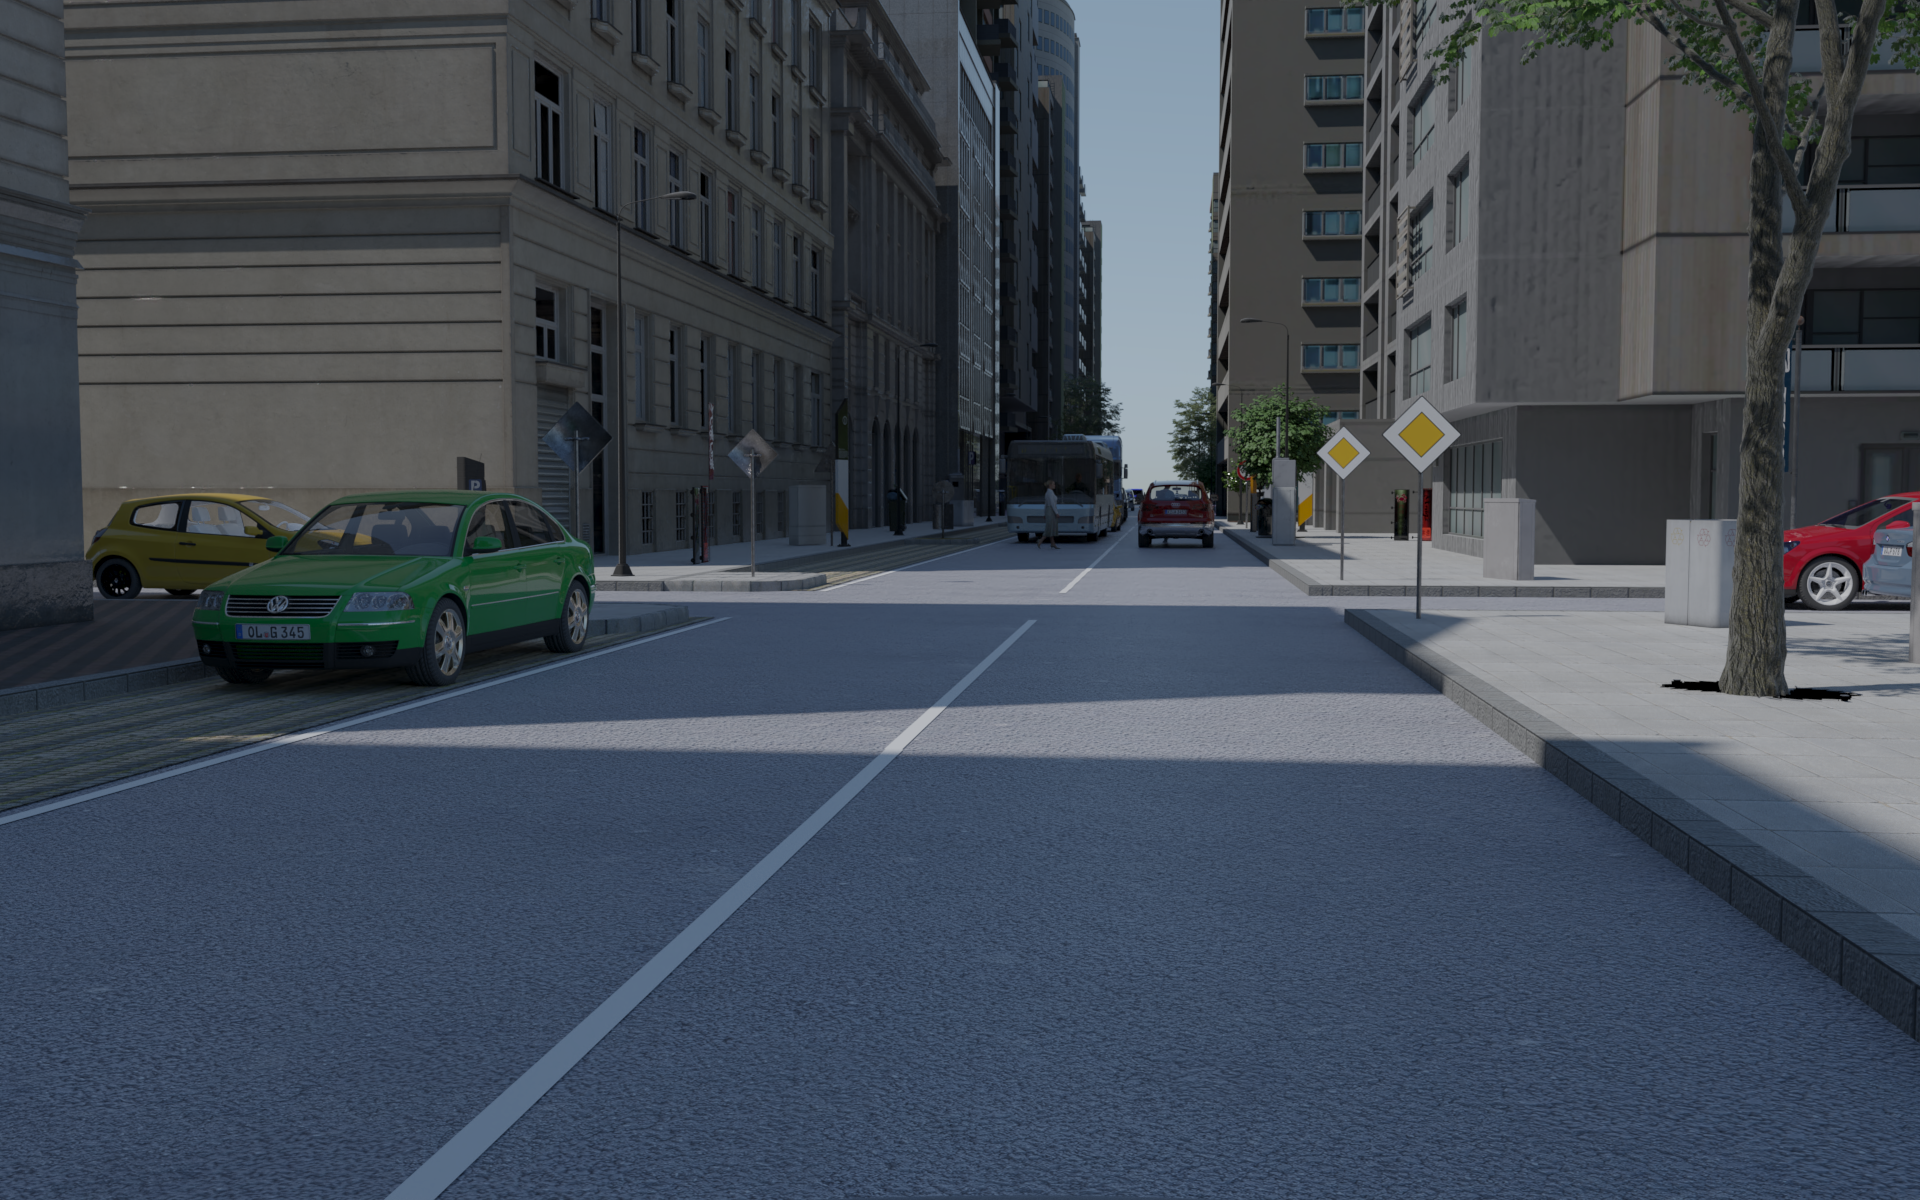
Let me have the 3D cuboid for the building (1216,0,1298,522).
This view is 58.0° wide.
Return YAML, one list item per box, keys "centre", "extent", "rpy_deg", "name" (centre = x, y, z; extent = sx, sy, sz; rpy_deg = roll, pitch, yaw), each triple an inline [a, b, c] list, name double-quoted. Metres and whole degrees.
- centre: [24.187, -28.373, 87.601]
  extent: [21.300, 48.544, 21.600]
  rpy_deg: [0, 4, 7]
  name: "building"

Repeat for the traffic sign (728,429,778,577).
- centre: [-3.203, -1.415, 26.779]
  extent: [0.795, 2.450, 0.064]
  rpy_deg: [0, 4, 7]
  name: "traffic sign"

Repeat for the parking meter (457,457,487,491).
- centre: [-7.680, -1.318, 27.268]
  extent: [0.255, 1.863, 0.399]
  rpy_deg: [3, 5, 43]
  name: "parking meter"

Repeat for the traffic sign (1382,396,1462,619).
- centre: [4.715, -0.863, 17.760]
  extent: [0.795, 2.450, 0.064]
  rpy_deg: [0, 4, 7]
  name: "traffic sign"

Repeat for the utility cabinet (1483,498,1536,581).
- centre: [8.286, -0.916, 26.132]
  extent: [0.306, 1.237, 1.020]
  rpy_deg: [-1, 4, -12]
  name: "utility cabinet"

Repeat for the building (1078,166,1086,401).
- centre: [5.261, -37.379, 230.748]
  extent: [23.786, 49.044, 30.456]
  rpy_deg: [0, 4, 7]
  name: "building"

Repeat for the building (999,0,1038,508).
- centre: [-7.659, -33.992, 145.015]
  extent: [28.713, 52.752, 27.495]
  rpy_deg: [0, 4, 7]
  name: "building"

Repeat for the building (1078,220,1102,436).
- centre: [13.354, -34.789, 252.402]
  extent: [14.154, 41.232, 14.086]
  rpy_deg: [0, 4, 7]
  name: "building"

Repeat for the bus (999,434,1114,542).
- centre: [3.334, -3.689, 55.180]
  extent: [2.948, 3.499, 13.247]
  rpy_deg: [0, 4, 7]
  name: "bus"

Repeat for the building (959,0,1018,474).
- centre: [-7.747, -28.276, 116.937]
  extent: [22.147, 44.769, 28.867]
  rpy_deg: [0, 4, 7]
  name: "building"

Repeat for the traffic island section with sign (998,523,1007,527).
- centre: [2.764, -4.141, 76.335]
  extent: [1.989, 1.847, 2.006]
  rpy_deg: [0, 4, 7]
  name: "traffic island section with sign"

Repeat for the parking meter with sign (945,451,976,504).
- centre: [-0.236, -4.529, 70.307]
  extent: [1.738, 3.016, 0.543]
  rpy_deg: [-2, 4, -27]
  name: "parking meter with sign"

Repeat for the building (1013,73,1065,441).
- centre: [2.543, -29.446, 165.039]
  extent: [14.154, 41.232, 14.086]
  rpy_deg: [0, 4, 7]
  name: "building"

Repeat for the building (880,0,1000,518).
- centre: [-4.856, -16.790, 92.542]
  extent: [12.078, 24.808, 19.932]
  rpy_deg: [0, 4, 7]
  name: "building"

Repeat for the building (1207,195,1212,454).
- centre: [45.882, -35.944, 242.310]
  extent: [22.147, 44.769, 28.867]
  rpy_deg: [0, 4, 7]
  name: "building"

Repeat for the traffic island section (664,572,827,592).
- centre: [-3.227, -0.279, 26.843]
  extent: [2.009, 0.180, 2.903]
  rpy_deg: [0, 4, 7]
  name: "traffic island section"

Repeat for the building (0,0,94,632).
- centre: [-18.193, -10.042, 13.338]
  extent: [18.267, 20.994, 9.793]
  rpy_deg: [0, 4, 7]
  name: "building"

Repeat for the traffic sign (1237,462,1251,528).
- centre: [10.721, -3.951, 64.700]
  extent: [0.768, 2.556, 0.104]
  rpy_deg: [1, 4, 11]
  name: "traffic sign"

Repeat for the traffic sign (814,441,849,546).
- centre: [-3.159, -2.608, 42.640]
  extent: [0.884, 2.594, 0.081]
  rpy_deg: [1, 4, 10]
  name: "traffic sign"

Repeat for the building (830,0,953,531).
- centre: [-8.364, -14.007, 70.810]
  extent: [13.314, 21.916, 24.055]
  rpy_deg: [0, 4, 7]
  name: "building"

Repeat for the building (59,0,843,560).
- centre: [-13.163, -12.897, 44.154]
  extent: [16.112, 22.955, 30.059]
  rpy_deg: [0, 4, 7]
  name: "building"

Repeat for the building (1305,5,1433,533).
- centre: [23.051, -37.892, 57.785]
  extent: [20.563, 71.187, 20.611]
  rpy_deg: [0, 4, 7]
  name: "building"

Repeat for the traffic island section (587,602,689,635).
- centre: [-4.187, 0.206, 18.916]
  extent: [2.009, 0.180, 2.903]
  rpy_deg: [0, 4, 7]
  name: "traffic island section"

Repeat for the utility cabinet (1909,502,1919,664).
- centre: [7.742, -0.119, 13.104]
  extent: [1.020, 1.237, 0.306]
  rpy_deg: [-1, 4, -10]
  name: "utility cabinet"

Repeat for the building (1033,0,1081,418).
- centre: [2.599, -40.324, 201.288]
  extent: [21.231, 58.520, 28.212]
  rpy_deg: [0, 4, 7]
  name: "building"

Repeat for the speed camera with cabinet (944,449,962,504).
- centre: [-0.336, -5.020, 76.415]
  extent: [0.660, 3.252, 2.038]
  rpy_deg: [0, 4, -7]
  name: "speed camera with cabinet"

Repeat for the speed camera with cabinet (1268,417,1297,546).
- centre: [8.235, -3.031, 43.885]
  extent: [0.660, 3.252, 2.038]
  rpy_deg: [1, 4, 11]
  name: "speed camera with cabinet"

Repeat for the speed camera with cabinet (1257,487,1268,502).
- centre: [11.290, -4.225, 63.414]
  extent: [0.660, 3.252, 2.038]
  rpy_deg: [-1, 4, -8]
  name: "speed camera with cabinet"

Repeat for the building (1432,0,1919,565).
- centre: [16.371, -21.346, 32.597]
  extent: [14.086, 41.232, 14.154]
  rpy_deg: [0, 4, 7]
  name: "building"

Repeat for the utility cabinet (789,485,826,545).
- centre: [-3.828, -2.125, 43.421]
  extent: [0.318, 1.500, 1.173]
  rpy_deg: [2, 4, 31]
  name: "utility cabinet"

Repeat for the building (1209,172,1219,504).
- centre: [39.150, -32.908, 221.638]
  extent: [14.154, 41.232, 14.086]
  rpy_deg: [0, 4, 7]
  name: "building"

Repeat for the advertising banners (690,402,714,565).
- centre: [-4.787, -2.212, 32.360]
  extent: [0.090, 3.025, 2.074]
  rpy_deg: [0, 4, 3]
  name: "advertising banners"

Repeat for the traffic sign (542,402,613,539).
- centre: [-4.162, -0.930, 18.851]
  extent: [0.795, 2.450, 0.064]
  rpy_deg: [0, 4, 7]
  name: "traffic sign"

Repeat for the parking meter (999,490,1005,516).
- centre: [2.453, -5.682, 101.308]
  extent: [0.372, 1.533, 0.369]
  rpy_deg: [0, 3, 0]
  name: "parking meter"

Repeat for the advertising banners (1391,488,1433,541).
- centre: [12.626, -3.106, 46.977]
  extent: [0.090, 3.025, 2.074]
  rpy_deg: [-3, 5, -43]
  name: "advertising banners"

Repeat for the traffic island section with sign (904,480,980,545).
- centre: [-0.476, -2.504, 49.574]
  extent: [1.989, 1.847, 2.006]
  rpy_deg: [0, 4, 7]
  name: "traffic island section with sign"

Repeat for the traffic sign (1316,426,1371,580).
- centre: [5.674, -1.348, 25.688]
  extent: [0.795, 2.450, 0.064]
  rpy_deg: [0, 4, 7]
  name: "traffic sign"

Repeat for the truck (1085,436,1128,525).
- centre: [6.932, -5.865, 85.649]
  extent: [2.967, 4.110, 18.799]
  rpy_deg: [0, 4, 6]
  name: "truck"
